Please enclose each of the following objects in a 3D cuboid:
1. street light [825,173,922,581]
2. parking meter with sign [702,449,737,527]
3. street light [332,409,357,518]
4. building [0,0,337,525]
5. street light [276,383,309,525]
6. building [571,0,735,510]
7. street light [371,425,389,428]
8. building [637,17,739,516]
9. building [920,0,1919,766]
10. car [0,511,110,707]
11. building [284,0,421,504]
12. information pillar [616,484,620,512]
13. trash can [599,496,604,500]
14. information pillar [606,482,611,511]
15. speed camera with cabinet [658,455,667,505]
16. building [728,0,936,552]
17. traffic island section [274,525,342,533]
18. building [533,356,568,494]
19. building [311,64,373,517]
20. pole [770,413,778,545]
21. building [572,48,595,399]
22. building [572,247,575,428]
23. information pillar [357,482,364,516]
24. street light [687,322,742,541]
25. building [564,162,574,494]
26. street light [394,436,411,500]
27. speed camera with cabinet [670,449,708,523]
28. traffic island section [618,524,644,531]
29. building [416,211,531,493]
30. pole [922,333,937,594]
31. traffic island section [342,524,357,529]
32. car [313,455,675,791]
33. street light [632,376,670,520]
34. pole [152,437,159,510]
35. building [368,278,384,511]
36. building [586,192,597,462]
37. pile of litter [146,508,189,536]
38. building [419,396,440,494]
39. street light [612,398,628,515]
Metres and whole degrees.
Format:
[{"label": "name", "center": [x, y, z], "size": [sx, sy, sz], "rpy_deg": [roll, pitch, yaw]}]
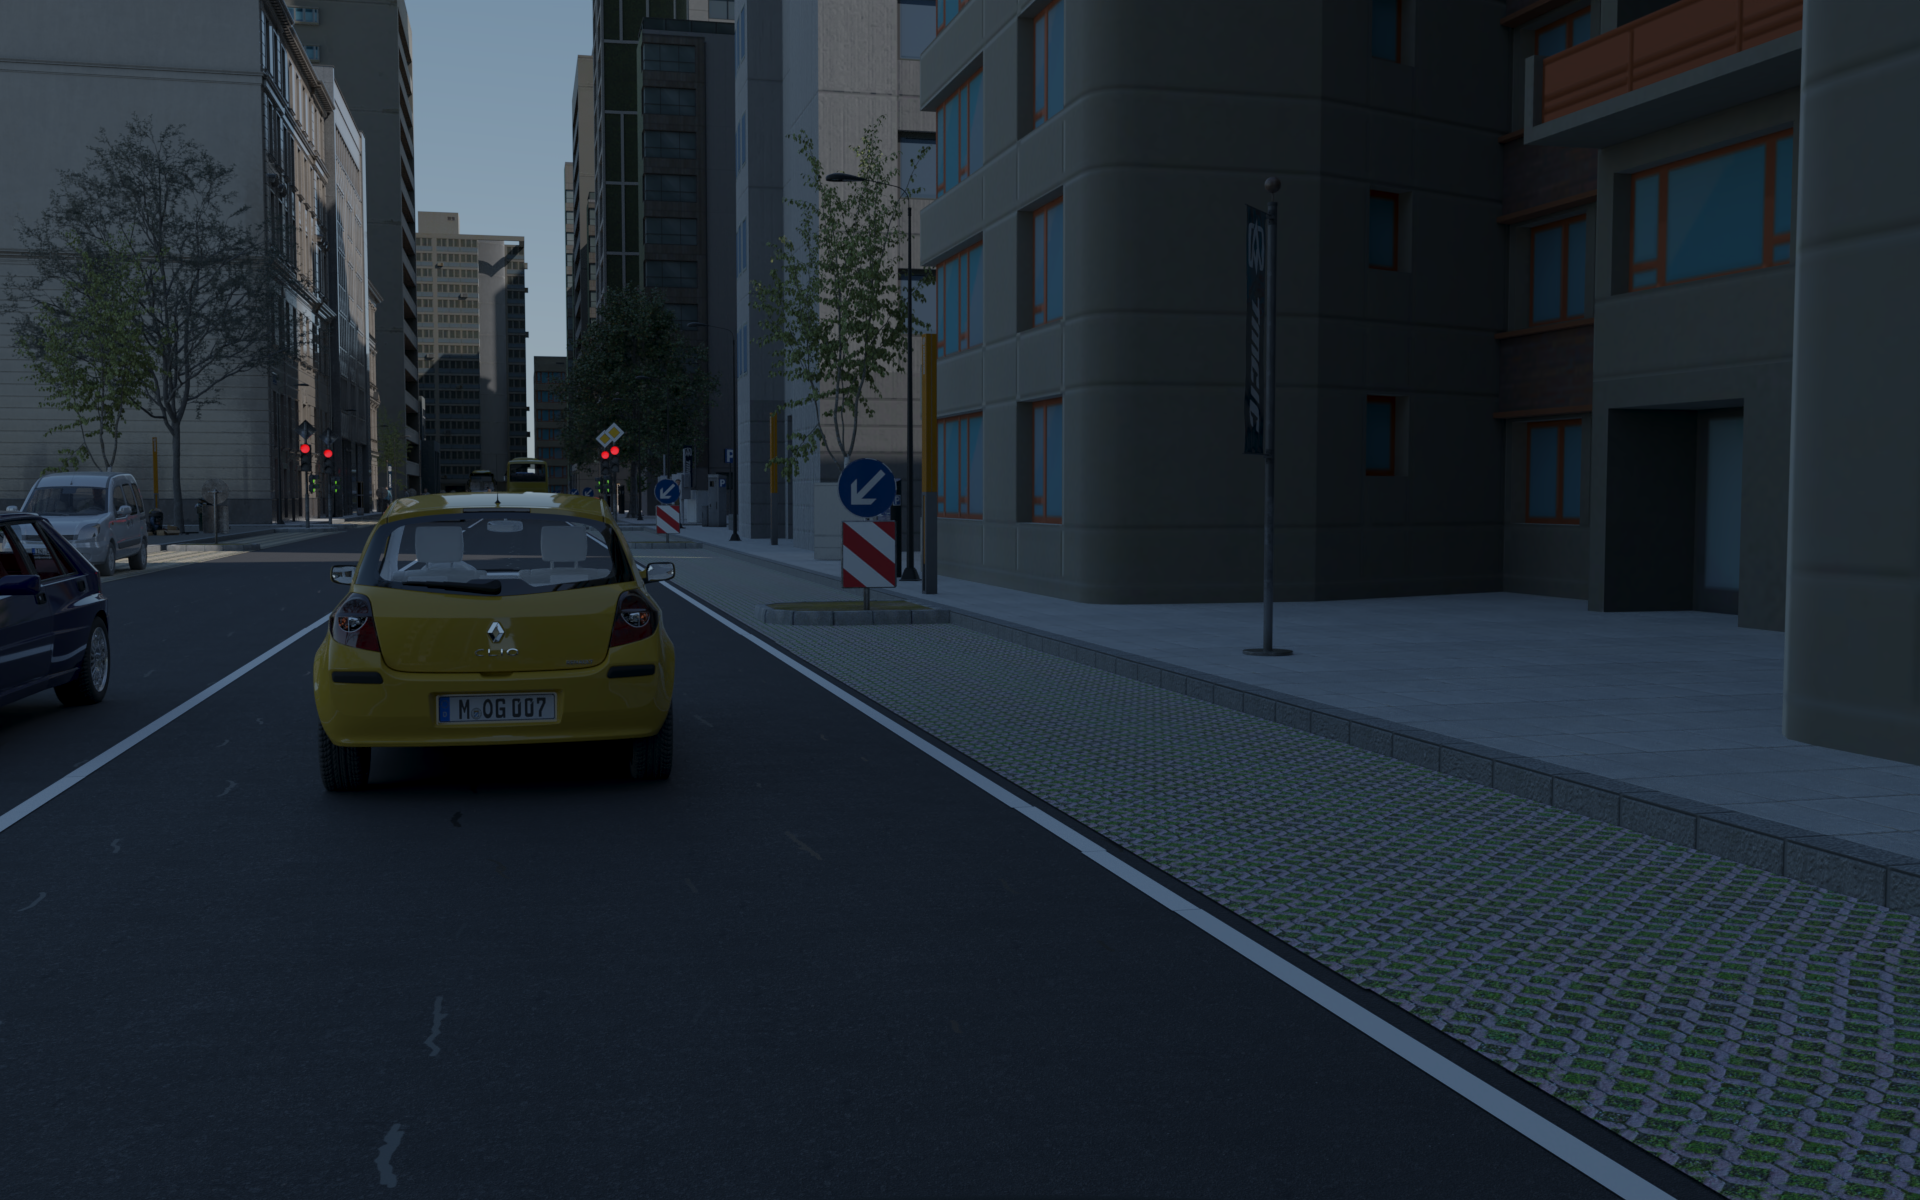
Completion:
[{"label": "street light", "center": [-1.263, -3.229, 25.343], "size": [1.470, 5.913, 1.316], "rpy_deg": [-1, 4, -14]}, {"label": "parking meter with sign", "center": [-9.405, -4.339, 67.204], "size": [0.543, 3.016, 1.738], "rpy_deg": [-3, 5, -44]}, {"label": "street light", "center": [-33.625, -7.463, 94.566], "size": [1.470, 5.913, 1.316], "rpy_deg": [-1, 4, -14]}, {"label": "building", "center": [-37.305, -17.430, 82.250], "size": [12.463, 27.353, 25.104], "rpy_deg": [-1, 4, -14]}, {"label": "street light", "center": [-27.993, -6.125, 72.678], "size": [1.470, 5.913, 1.316], "rpy_deg": [-1, 4, -14]}, {"label": "building", "center": [-21.048, -42.918, 139.959], "size": [20.563, 71.187, 20.611], "rpy_deg": [-1, 4, -14]}, {"label": "street light", "center": [-39.075, -8.799, 116.412], "size": [1.470, 5.913, 1.316], "rpy_deg": [-1, 4, -14]}, {"label": "building", "center": [-13.484, -20.722, 110.508], "size": [14.160, 30.474, 14.107], "rpy_deg": [-1, 4, -14]}, {"label": "building", "center": [16.289, -10.541, 17.383], "size": [27.650, 21.520, 28.899], "rpy_deg": [-1, 4, -14]}, {"label": "car", "center": [-6.444, 0.132, 10.425], "size": [1.945, 1.354, 3.894], "rpy_deg": [-1, 4, -13]}, {"label": "building", "center": [-59.694, -32.351, 152.640], "size": [21.300, 48.544, 21.600], "rpy_deg": [-1, 4, -14]}, {"label": "information pillar", "center": [-25.013, -7.451, 126.312], "size": [0.304, 2.012, 0.304], "rpy_deg": [2, 4, 25]}, {"label": "trash can", "center": [-25.876, -6.983, 125.821], "size": [0.748, 1.137, 0.748], "rpy_deg": [0, 3, 0]}, {"label": "information pillar", "center": [-22.236, -6.421, 109.473], "size": [0.304, 2.012, 0.304], "rpy_deg": [-2, 4, -26]}, {"label": "speed camera with cabinet", "center": [-14.102, -5.661, 86.893], "size": [2.038, 3.252, 0.660], "rpy_deg": [1, 4, 13]}, {"label": "building", "center": [3.681, -31.217, 52.396], "size": [21.231, 58.520, 28.212], "rpy_deg": [-1, 4, -14]}, {"label": "traffic island section", "center": [-24.637, -2.635, 65.369], "size": [2.009, 0.180, 2.903], "rpy_deg": [-1, 4, -14]}, {"label": "building", "center": [-45.670, -24.557, 246.550], "size": [28.899, 21.520, 27.650], "rpy_deg": [-1, 4, -14]}, {"label": "building", "center": [-42.731, -17.500, 104.141], "size": [12.078, 24.808, 19.932], "rpy_deg": [-1, 4, -14]}, {"label": "pole", "center": [-4.672, -3.036, 43.479], "size": [0.158, 3.312, 0.155], "rpy_deg": [0, 3, 0]}, {"label": "building", "center": [-30.343, -34.431, 186.645], "size": [21.300, 48.544, 21.600], "rpy_deg": [-1, 4, -14]}, {"label": "building", "center": [-38.396, -26.439, 203.973], "size": [14.160, 30.474, 14.107], "rpy_deg": [-1, 4, -14]}, {"label": "information pillar", "center": [-35.804, -6.049, 103.395], "size": [0.304, 2.012, 0.304], "rpy_deg": [0, 4, 1]}, {"label": "street light", "center": [-6.688, -4.564, 47.157], "size": [1.470, 5.913, 1.316], "rpy_deg": [-1, 4, -14]}, {"label": "building", "center": [-42.222, -32.636, 217.192], "size": [14.154, 41.232, 14.086], "rpy_deg": [-1, 4, -14]}, {"label": "street light", "center": [-44.412, -10.112, 137.878], "size": [1.470, 5.913, 1.316], "rpy_deg": [-1, 4, -14]}, {"label": "speed camera with cabinet", "center": [-11.917, -5.035, 76.656], "size": [0.660, 3.252, 2.038], "rpy_deg": [2, 4, 28]}, {"label": "traffic island section", "center": [-13.543, -2.806, 68.160], "size": [2.009, 0.180, 2.903], "rpy_deg": [-1, 4, -14]}, {"label": "building", "center": [-72.346, -33.597, 241.193], "size": [23.993, 40.220, 32.217], "rpy_deg": [-1, 4, -14]}, {"label": "pole", "center": [-0.390, -1.730, 22.134], "size": [0.158, 3.312, 0.155], "rpy_deg": [0, 3, 0]}, {"label": "traffic island section", "center": [-26.595, -3.109, 73.111], "size": [2.009, 0.180, 2.903], "rpy_deg": [-1, 4, -14]}, {"label": "car", "center": [-2.607, 0.018, 9.925], "size": [2.015, 1.641, 3.980], "rpy_deg": [-1, 4, -13]}, {"label": "street light", "center": [-12.065, -5.863, 68.407], "size": [1.470, 5.913, 1.316], "rpy_deg": [-1, 4, -14]}, {"label": "pole", "center": [-28.888, -4.182, 62.214], "size": [0.158, 3.312, 0.155], "rpy_deg": [0, 3, 0]}, {"label": "building", "center": [-47.211, -15.831, 123.459], "size": [10.561, 19.102, 19.286], "rpy_deg": [-1, 4, -14]}, {"label": "building", "center": [-29.197, -24.306, 169.106], "size": [14.160, 30.474, 14.107], "rpy_deg": [-1, 4, -14]}, {"label": "pile of litter", "center": [-24.865, -2.445, 53.934], "size": [1.719, 0.858, 1.176], "rpy_deg": [-3, 4, -38]}, {"label": "building", "center": [-78.291, -54.441, 202.775], "size": [31.000, 86.520, 22.319], "rpy_deg": [-1, 4, -14]}, {"label": "street light", "center": [-16.138, -6.832, 84.246], "size": [1.470, 5.913, 1.316], "rpy_deg": [-1, 4, -14]}]
